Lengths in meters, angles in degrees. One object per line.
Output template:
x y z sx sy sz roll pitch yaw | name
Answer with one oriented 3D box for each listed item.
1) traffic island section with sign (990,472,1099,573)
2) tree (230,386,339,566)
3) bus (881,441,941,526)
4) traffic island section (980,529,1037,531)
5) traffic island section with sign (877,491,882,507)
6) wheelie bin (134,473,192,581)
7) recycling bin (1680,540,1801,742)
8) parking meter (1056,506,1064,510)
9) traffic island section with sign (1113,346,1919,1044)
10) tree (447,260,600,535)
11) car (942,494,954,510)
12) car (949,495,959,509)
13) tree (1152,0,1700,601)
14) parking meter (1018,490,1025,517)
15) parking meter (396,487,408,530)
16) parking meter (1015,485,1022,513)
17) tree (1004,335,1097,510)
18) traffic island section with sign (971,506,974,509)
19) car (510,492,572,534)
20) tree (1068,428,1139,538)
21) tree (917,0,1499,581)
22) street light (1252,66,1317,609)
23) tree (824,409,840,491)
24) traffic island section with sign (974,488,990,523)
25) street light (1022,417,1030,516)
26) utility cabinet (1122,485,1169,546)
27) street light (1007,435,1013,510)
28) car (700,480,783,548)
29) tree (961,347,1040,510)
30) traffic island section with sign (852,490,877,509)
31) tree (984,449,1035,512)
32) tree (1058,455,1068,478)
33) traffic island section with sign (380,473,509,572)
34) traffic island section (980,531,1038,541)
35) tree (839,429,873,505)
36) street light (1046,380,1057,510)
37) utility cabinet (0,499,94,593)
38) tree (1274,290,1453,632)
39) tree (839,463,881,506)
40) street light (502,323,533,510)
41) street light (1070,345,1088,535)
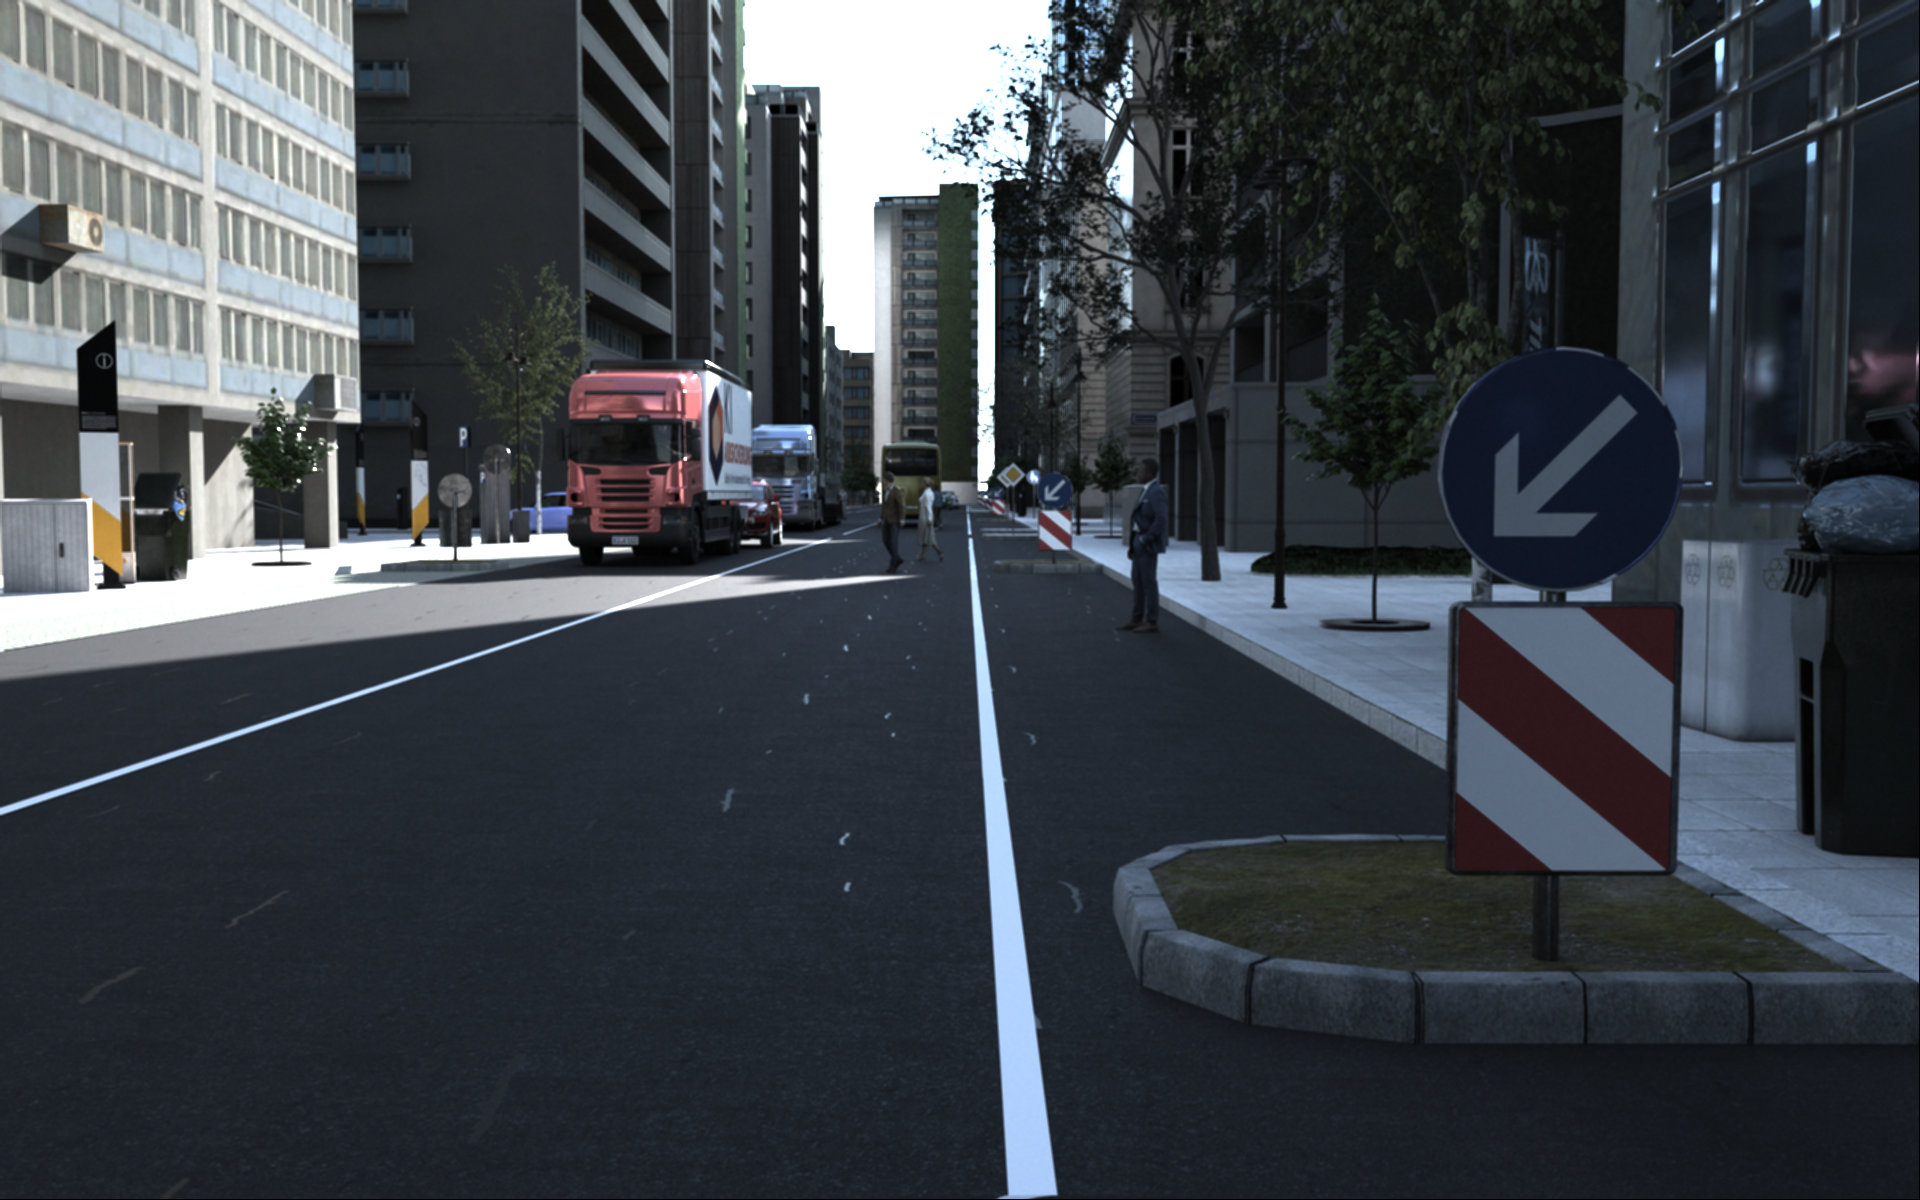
1.627 -1.455 32.411 1.989 1.847 2.006 0 4 0 | traffic island section with sign
-12.356 -2.240 31.225 1.663 3.219 1.824 0 3 0 | tree
-2.219 -5.381 79.528 2.896 3.916 12.252 0 4 -1 | bus
1.725 -2.460 62.509 2.009 0.180 2.903 0 4 0 | traffic island section
-9.084 -11.178 191.389 1.989 1.847 2.006 0 4 0 | traffic island section with sign
-11.892 -1.090 25.736 0.980 1.594 0.693 0 4 5 | wheelie bin
4.363 0.199 9.294 0.722 1.027 0.722 0 4 -3 | recycling bin
3.981 -3.714 69.127 0.372 1.533 0.369 0 3 0 | parking meter
1.518 0.194 5.456 1.989 1.847 2.006 0 4 0 | traffic island section with sign
-13.412 -6.334 53.931 4.737 8.622 4.395 0 3 0 | tree
-1.579 -8.706 154.145 2.131 1.459 4.920 0 4 -1 | car
-1.072 -9.450 166.874 2.083 1.381 4.827 0 4 -1 | car
3.456 -3.774 12.070 4.737 8.622 4.395 0 3 0 | tree
3.494 -5.512 98.538 0.372 1.533 0.369 0 3 0 | parking meter
-20.129 -3.308 62.495 0.372 1.533 0.369 0 3 0 | parking meter
3.958 -6.791 116.741 0.399 1.863 0.255 -2 4 -35 | parking meter
4.134 -8.000 81.165 4.360 8.622 3.978 0 3 0 | tree
1.910 -6.540 115.557 1.989 1.847 2.006 0 4 0 | traffic island section with sign
-13.760 -3.026 59.060 3.694 1.707 1.945 0 3 0 | car
4.309 -3.425 50.607 1.663 3.219 1.824 0 3 0 | tree
3.705 -5.582 25.673 8.767 10.594 7.601 0 4 -6 | tree
3.589 -2.844 19.295 0.468 5.910 1.993 0 4 0 | street light
-11.733 -11.687 141.441 4.360 8.622 3.978 0 3 0 | tree
1.817 -4.837 87.719 1.989 1.847 2.006 0 4 0 | traffic island section with sign
3.920 -7.997 103.546 0.468 5.910 1.993 0 4 0 | street light
4.525 -2.059 42.342 1.173 1.500 0.318 3 5 40 | utility cabinet
3.988 -10.020 136.617 0.468 5.910 1.993 0 4 0 | street light
-6.017 -2.372 47.450 2.281 1.827 5.304 0 4 -2 | car
5.118 -14.285 143.928 12.009 13.543 11.850 0 3 0 | tree
-9.185 -9.529 164.434 1.989 1.847 2.006 0 4 0 | traffic island section with sign
3.856 -8.713 126.165 4.285 4.588 4.351 0 3 0 | tree
4.810 -4.781 72.769 1.663 3.219 1.824 0 3 0 | tree
-9.639 -1.471 32.672 1.989 1.847 2.006 0 4 0 | traffic island section with sign
1.698 -1.972 54.524 2.009 0.180 2.903 0 4 0 | traffic island section
-11.530 -14.935 194.548 4.737 8.622 4.395 0 3 0 | tree
3.727 -5.975 70.474 0.468 5.910 1.993 0 4 0 | street light
-11.903 -0.699 22.597 1.020 1.237 0.306 -1 4 -16 | utility cabinet
3.849 -1.343 16.567 1.663 3.219 1.824 0 3 0 | tree
-11.371 -12.326 185.237 4.285 4.588 4.351 0 3 0 | tree
-11.938 -4.529 46.841 0.468 5.910 1.993 0 4 0 | street light
3.696 -4.959 53.875 0.468 5.910 1.993 0 4 0 | street light
